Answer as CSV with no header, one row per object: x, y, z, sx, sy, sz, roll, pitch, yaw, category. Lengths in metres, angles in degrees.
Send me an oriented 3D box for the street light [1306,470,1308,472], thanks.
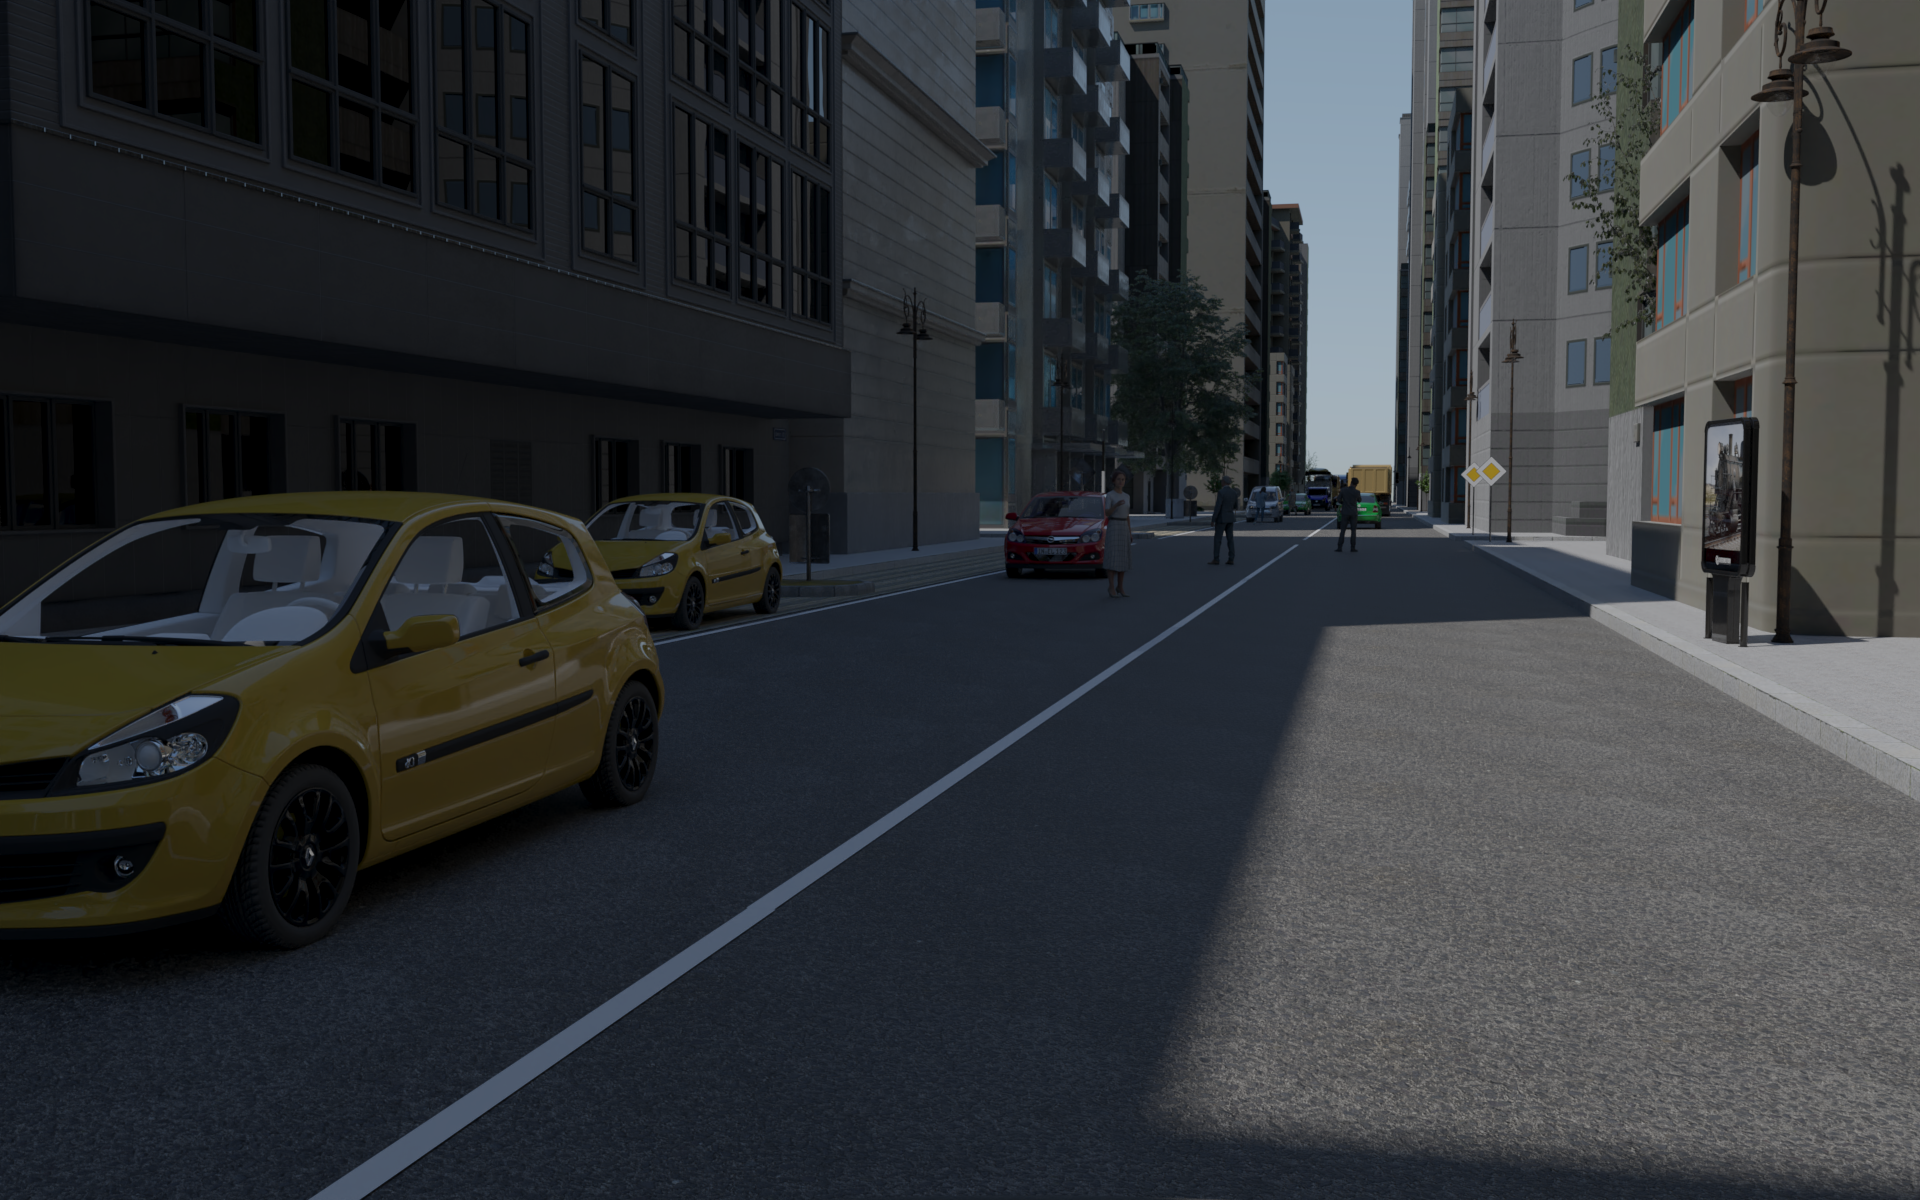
55.031,-18.470,274.777,0.468,5.910,1.993,1,4,13,street light

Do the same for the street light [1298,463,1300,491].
47.652,-16.572,243.733,0.468,5.910,1.993,1,4,13,street light

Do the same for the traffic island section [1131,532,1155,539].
5.261,-2.104,56.685,2.009,0.180,2.903,1,4,13,traffic island section

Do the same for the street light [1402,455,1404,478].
51.493,-13.965,201.118,0.468,5.910,1.993,1,4,13,street light

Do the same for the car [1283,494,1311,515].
23.116,-6.736,118.931,1.959,1.807,4.718,1,4,15,car

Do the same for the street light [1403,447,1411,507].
43.968,-12.037,169.594,0.468,5.910,1.993,1,4,13,street light

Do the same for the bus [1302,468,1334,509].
34.478,-10.688,166.291,2.896,3.916,12.252,1,4,13,bus

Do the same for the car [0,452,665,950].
-2.606,0.209,6.802,2.015,1.641,3.980,1,4,13,car

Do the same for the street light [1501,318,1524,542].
14.572,-4.465,45.783,0.468,5.910,1.993,1,4,13,street light

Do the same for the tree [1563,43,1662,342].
11.222,-4.648,26.350,4.360,8.622,3.978,0,3,0,tree

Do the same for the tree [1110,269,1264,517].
12.087,-11.699,97.941,9.857,13.997,8.962,0,3,0,tree

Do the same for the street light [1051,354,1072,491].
3.361,-5.166,57.252,0.468,5.910,1.993,1,4,13,street light

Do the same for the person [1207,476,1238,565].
5.337,-1.627,35.280,0.661,1.801,0.590,-3,4,-36,person

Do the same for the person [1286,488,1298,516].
22.141,-6.539,115.514,0.694,1.812,0.767,-3,4,-38,person

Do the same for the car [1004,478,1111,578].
1.954,-1.339,30.925,2.155,1.783,4.494,1,4,12,car

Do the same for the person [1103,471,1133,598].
2.237,-0.914,24.022,0.480,1.755,0.524,-3,4,-37,person

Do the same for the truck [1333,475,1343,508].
37.957,-11.214,179.265,3.469,3.379,9.791,1,4,13,truck

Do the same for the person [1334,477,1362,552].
9.656,-2.127,43.077,0.655,1.846,0.447,1,4,12,person

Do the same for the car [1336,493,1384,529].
16.625,-3.870,72.063,1.959,1.807,4.718,1,4,13,car

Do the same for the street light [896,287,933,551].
-1.009,-4.043,38.895,0.468,5.910,1.993,1,4,13,street light

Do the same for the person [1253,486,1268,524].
14.182,-4.468,81.822,0.793,1.790,0.793,-1,4,-8,person

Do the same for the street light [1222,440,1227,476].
18.416,-9.046,120.686,0.468,5.910,1.993,1,4,13,street light

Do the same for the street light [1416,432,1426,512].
33.803,-9.412,126.681,0.468,5.910,1.993,1,4,13,street light

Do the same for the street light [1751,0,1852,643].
7.110,-2.569,14.795,0.468,5.910,1.993,1,4,13,street light

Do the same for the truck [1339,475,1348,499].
53.614,-15.573,244.374,2.967,4.110,18.799,1,4,12,truck

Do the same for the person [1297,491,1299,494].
37.632,-11.283,192.991,0.705,1.823,1.348,1,4,18,person

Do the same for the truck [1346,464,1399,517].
26.627,-7.113,112.218,3.469,3.379,9.791,1,4,15,truck

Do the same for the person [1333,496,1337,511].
31.218,-8.050,143.299,0.628,1.438,0.799,1,4,17,person

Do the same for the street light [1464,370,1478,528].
18.991,-5.609,64.490,0.468,5.910,1.993,1,4,13,street light

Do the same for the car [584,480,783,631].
-3.328,-0.563,19.433,2.015,1.641,3.980,1,4,13,car

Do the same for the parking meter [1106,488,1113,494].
5.892,-3.625,67.687,0.372,1.533,0.369,0,3,0,parking meter

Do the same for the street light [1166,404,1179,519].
10.861,-7.088,88.672,0.468,5.910,1.993,1,4,13,street light

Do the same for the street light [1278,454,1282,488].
36.010,-13.590,194.986,0.468,5.910,1.993,1,4,13,street light

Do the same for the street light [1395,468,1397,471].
55.888,-15.117,219.948,0.468,5.910,1.993,1,4,13,street light

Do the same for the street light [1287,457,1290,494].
40.333,-14.674,212.711,0.468,5.910,1.993,1,4,13,street light

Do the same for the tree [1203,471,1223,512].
18.106,-7.883,123.496,1.663,3.219,1.824,0,3,0,tree

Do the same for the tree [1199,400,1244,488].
19.016,-10.799,126.923,4.737,8.622,4.395,0,3,0,tree

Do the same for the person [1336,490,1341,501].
28.869,-7.458,131.148,0.721,1.735,1.217,-2,4,-24,person
